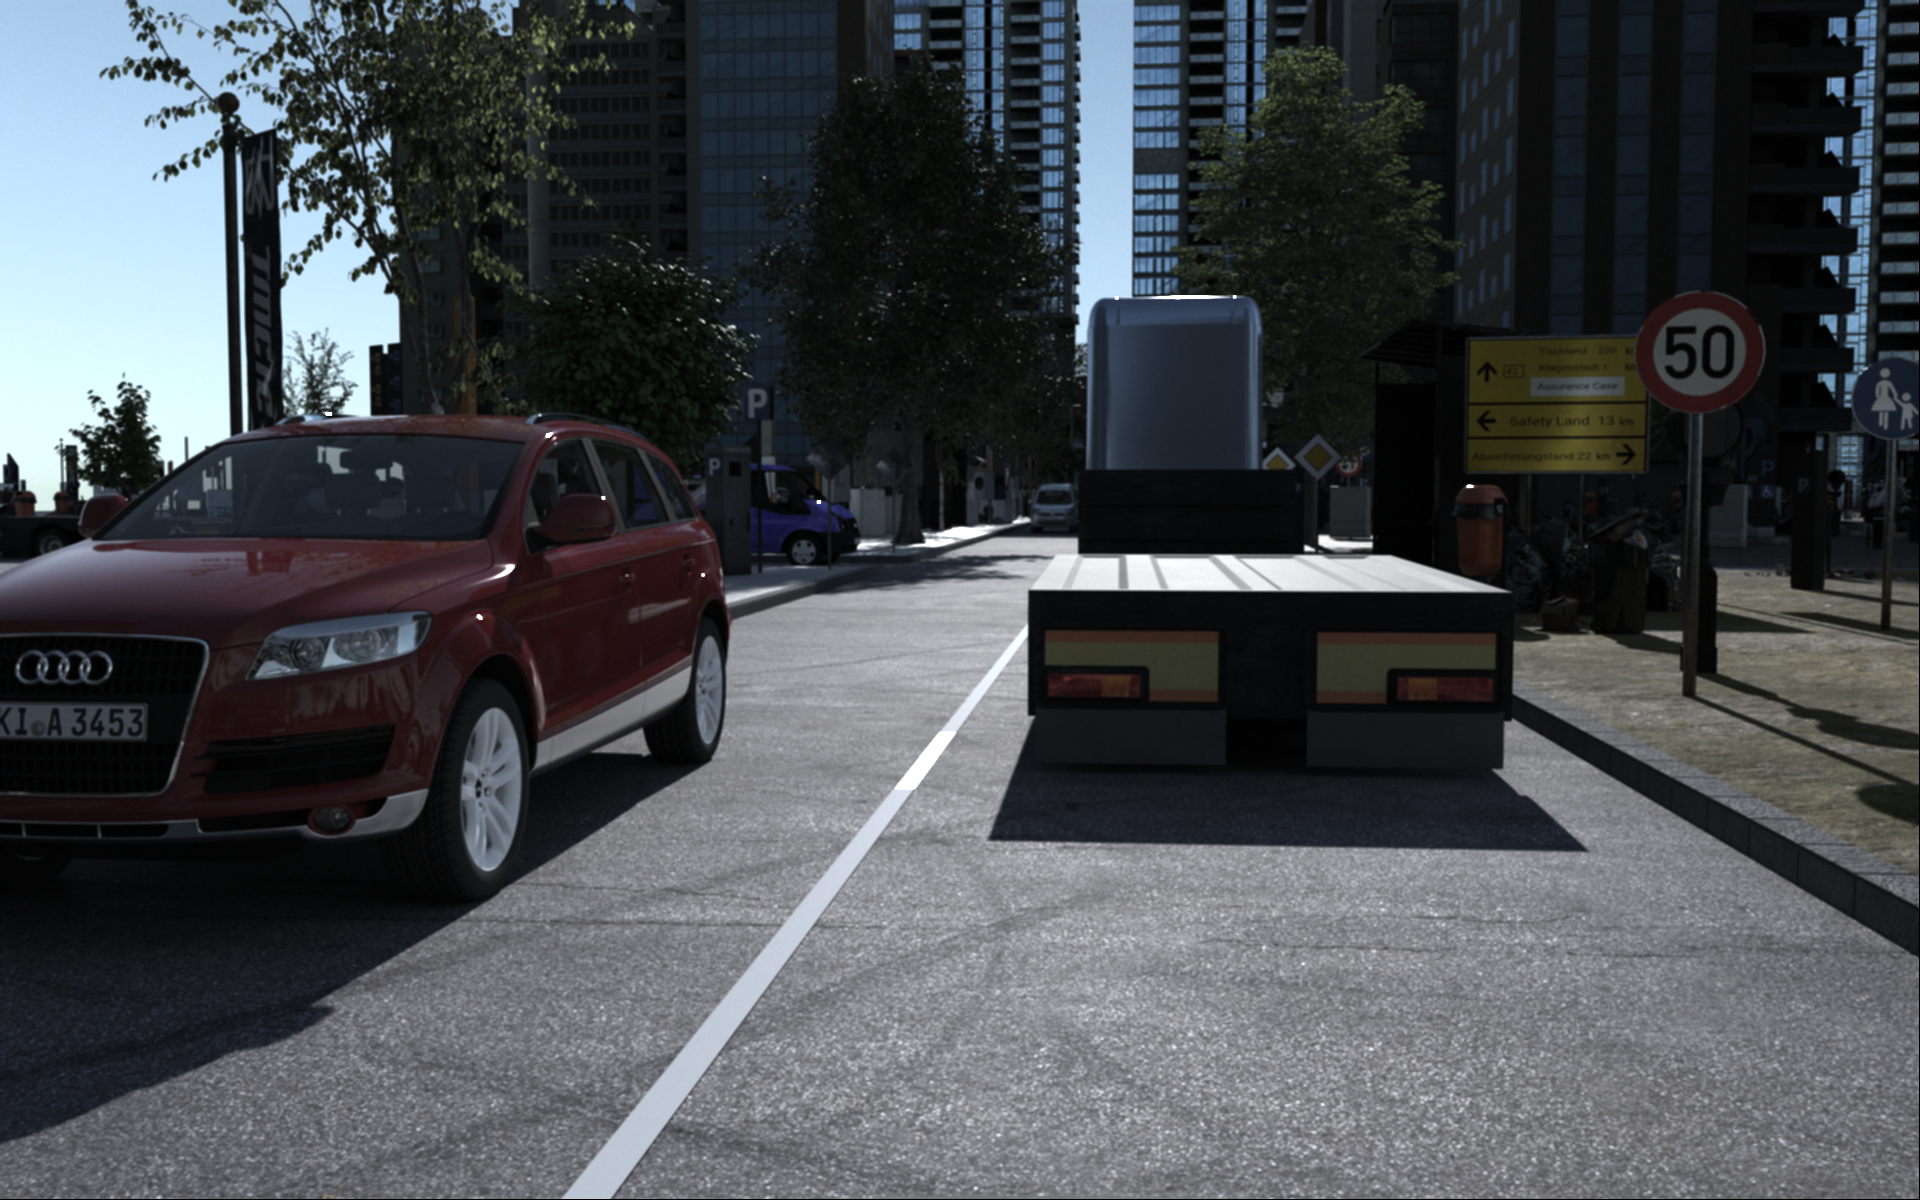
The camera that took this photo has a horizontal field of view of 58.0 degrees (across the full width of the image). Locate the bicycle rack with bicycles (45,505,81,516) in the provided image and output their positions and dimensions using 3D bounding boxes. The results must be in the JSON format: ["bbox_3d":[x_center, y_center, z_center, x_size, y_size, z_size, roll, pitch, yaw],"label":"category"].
[{"bbox_3d":[-29.373,-2.805,59.242,2.925,0.926,2.852,0,4,8],"label":"bicycle rack with bicycles"}]

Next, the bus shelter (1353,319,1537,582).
[{"bbox_3d":[7.191,-2.137,26.231,1.731,3.624,6.357,0,4,6],"label":"bus shelter"}]

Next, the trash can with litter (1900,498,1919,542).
[{"bbox_3d":[25.495,-2.111,45.903,1.055,1.170,0.624,-2,4,-29],"label":"trash can with litter"}]

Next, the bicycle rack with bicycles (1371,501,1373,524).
[{"bbox_3d":[17.924,-3.782,75.214,2.852,0.926,2.925,-3,5,-40],"label":"bicycle rack with bicycles"}]

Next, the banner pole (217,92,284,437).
[{"bbox_3d":[-4.390,-1.268,10.750,0.863,3.779,0.401,3,5,42],"label":"banner pole"}]

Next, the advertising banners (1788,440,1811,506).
[{"bbox_3d":[27.739,-3.733,57.219,0.090,3.025,2.074,1,4,9],"label":"advertising banners"}]

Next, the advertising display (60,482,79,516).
[{"bbox_3d":[-48.289,-5.426,93.928,0.974,1.923,0.123,0,4,7],"label":"advertising display"}]

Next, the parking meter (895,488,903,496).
[{"bbox_3d":[-2.712,-4.216,77.342,0.372,1.533,0.369,0,3,0],"label":"parking meter"}]

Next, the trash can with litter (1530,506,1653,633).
[{"bbox_3d":[5.869,-0.288,16.099,1.055,1.170,0.624,2,4,31],"label":"trash can with litter"}]

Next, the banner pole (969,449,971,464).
[{"bbox_3d":[0.560,-6.386,94.421,0.401,3.779,0.863,0,4,3],"label":"banner pole"}]

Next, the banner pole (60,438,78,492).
[{"bbox_3d":[-40.189,-5.385,78.055,0.863,3.779,0.401,-2,4,-25],"label":"banner pole"}]

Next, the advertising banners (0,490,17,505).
[{"bbox_3d":[-41.680,-4.844,75.388,2.074,3.025,0.090,1,4,11],"label":"advertising banners"}]

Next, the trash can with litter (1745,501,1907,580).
[{"bbox_3d":[13.420,-0.954,26.656,1.678,1.210,2.233,-1,4,-22],"label":"trash can with litter"}]

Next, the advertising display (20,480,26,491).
[{"bbox_3d":[-42.647,-4.505,78.870,0.123,1.923,0.974,-2,4,-34],"label":"advertising display"}]

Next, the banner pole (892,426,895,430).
[{"bbox_3d":[-2.628,-4.522,63.945,0.863,3.779,0.401,-3,4,-38],"label":"banner pole"}]

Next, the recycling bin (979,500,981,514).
[{"bbox_3d":[0.555,-4.119,79.903,0.722,1.027,0.722,0,4,-8],"label":"recycling bin"}]

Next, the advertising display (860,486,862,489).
[{"bbox_3d":[-5.066,-5.288,91.680,0.123,1.923,0.974,-1,4,-22],"label":"advertising display"}]

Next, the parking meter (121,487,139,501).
[{"bbox_3d":[-18.812,-1.888,39.283,0.372,1.533,0.369,0,3,0],"label":"parking meter"}]

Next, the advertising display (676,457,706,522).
[{"bbox_3d":[-4.587,-1.507,29.857,0.974,1.923,0.123,1,4,10],"label":"advertising display"}]

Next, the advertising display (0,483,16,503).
[{"bbox_3d":[-56.470,-5.959,102.648,0.974,1.923,0.123,0,4,-1],"label":"advertising display"}]

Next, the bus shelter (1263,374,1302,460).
[{"bbox_3d":[9.471,-4.759,55.440,2.179,5.291,8.768,0,4,6],"label":"bus shelter"}]

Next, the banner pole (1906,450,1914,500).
[{"bbox_3d":[53.587,-6.589,97.742,0.401,3.779,0.863,0,3,0],"label":"banner pole"}]

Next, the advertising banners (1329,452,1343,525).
[{"bbox_3d":[15.439,-4.570,70.907,0.090,3.025,2.074,2,4,27],"label":"advertising banners"}]

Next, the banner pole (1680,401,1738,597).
[{"bbox_3d":[9.295,-1.933,21.615,0.863,3.779,0.401,0,4,-1],"label":"banner pole"}]

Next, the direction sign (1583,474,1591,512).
[{"bbox_3d":[25.376,-4.780,70.153,0.379,3.537,0.876,3,5,41],"label":"direction sign"}]

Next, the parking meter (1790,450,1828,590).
[{"bbox_3d":[11.439,-1.078,23.344,0.255,1.863,0.399,-1,4,-20],"label":"parking meter"}]

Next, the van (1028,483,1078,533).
[{"bbox_3d":[3.573,-3.526,64.655,2.013,2.044,4.112,0,4,7],"label":"van"}]

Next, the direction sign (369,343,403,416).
[{"bbox_3d":[-8.684,-2.097,26.279,0.876,3.537,0.379,3,5,41],"label":"direction sign"}]

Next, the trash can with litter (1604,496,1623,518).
[{"bbox_3d":[19.055,-2.484,51.676,2.233,1.210,1.678,1,4,13],"label":"trash can with litter"}]

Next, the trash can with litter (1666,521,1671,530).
[{"bbox_3d":[25.852,-3.111,62.248,1.055,1.170,0.624,-2,4,-34],"label":"trash can with litter"}]

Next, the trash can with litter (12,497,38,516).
[{"bbox_3d":[-50.989,-5.091,94.302,2.233,1.210,1.678,0,4,-3],"label":"trash can with litter"}]

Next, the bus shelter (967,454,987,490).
[{"bbox_3d":[0.454,-5.833,89.297,2.014,3.302,5.546,0,4,6],"label":"bus shelter"}]

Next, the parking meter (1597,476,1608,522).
[{"bbox_3d":[21.022,-3.117,56.674,0.255,1.863,0.399,3,4,37],"label":"parking meter"}]

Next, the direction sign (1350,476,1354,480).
[{"bbox_3d":[21.840,-6.444,97.362,0.876,3.537,0.379,-3,4,-38],"label":"direction sign"}]

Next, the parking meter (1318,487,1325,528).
[{"bbox_3d":[13.441,-3.447,64.775,0.372,1.533,0.369,0,3,0],"label":"parking meter"}]

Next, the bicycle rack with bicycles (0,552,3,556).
[{"bbox_3d":[-6.896,0.161,10.743,2.852,0.926,2.925,2,4,25],"label":"bicycle rack with bicycles"}]

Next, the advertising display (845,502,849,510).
[{"bbox_3d":[-6.712,-5.994,103.220,0.123,1.923,0.974,-1,4,-10],"label":"advertising display"}]

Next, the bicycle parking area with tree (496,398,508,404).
[{"bbox_3d":[-11.143,-3.927,51.214,8.231,4.147,9.016,1,4,20],"label":"bicycle parking area with tree"}]

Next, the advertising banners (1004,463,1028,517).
[{"bbox_3d":[3.180,-6.233,98.099,0.090,3.025,2.074,-3,5,-41],"label":"advertising banners"}]

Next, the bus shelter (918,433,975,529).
[{"bbox_3d":[-0.510,-4.607,66.610,1.731,3.624,6.357,0,4,5],"label":"bus shelter"}]

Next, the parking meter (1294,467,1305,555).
[{"bbox_3d":[6.989,-1.862,36.162,0.399,1.863,0.255,0,4,6],"label":"parking meter"}]

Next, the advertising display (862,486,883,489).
[{"bbox_3d":[-4.400,-5.064,88.013,0.974,1.923,0.123,1,4,22],"label":"advertising display"}]

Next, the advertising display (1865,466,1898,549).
[{"bbox_3d":[21.537,-2.159,40.512,0.123,1.923,0.974,0,4,-7],"label":"advertising display"}]

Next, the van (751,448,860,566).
[{"bbox_3d":[-4.572,-1.799,33.791,5.245,2.365,2.240,0,4,7],"label":"van"}]

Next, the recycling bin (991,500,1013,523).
[{"bbox_3d":[1.840,-3.876,75.933,0.722,1.027,0.722,3,4,36],"label":"recycling bin"}]

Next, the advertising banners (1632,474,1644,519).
[{"bbox_3d":[24.190,-4.016,61.843,0.090,3.025,2.074,1,4,11],"label":"advertising banners"}]

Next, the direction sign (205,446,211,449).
[{"bbox_3d":[-35.497,-5.522,82.282,0.379,3.537,0.876,1,4,16],"label":"direction sign"}]
